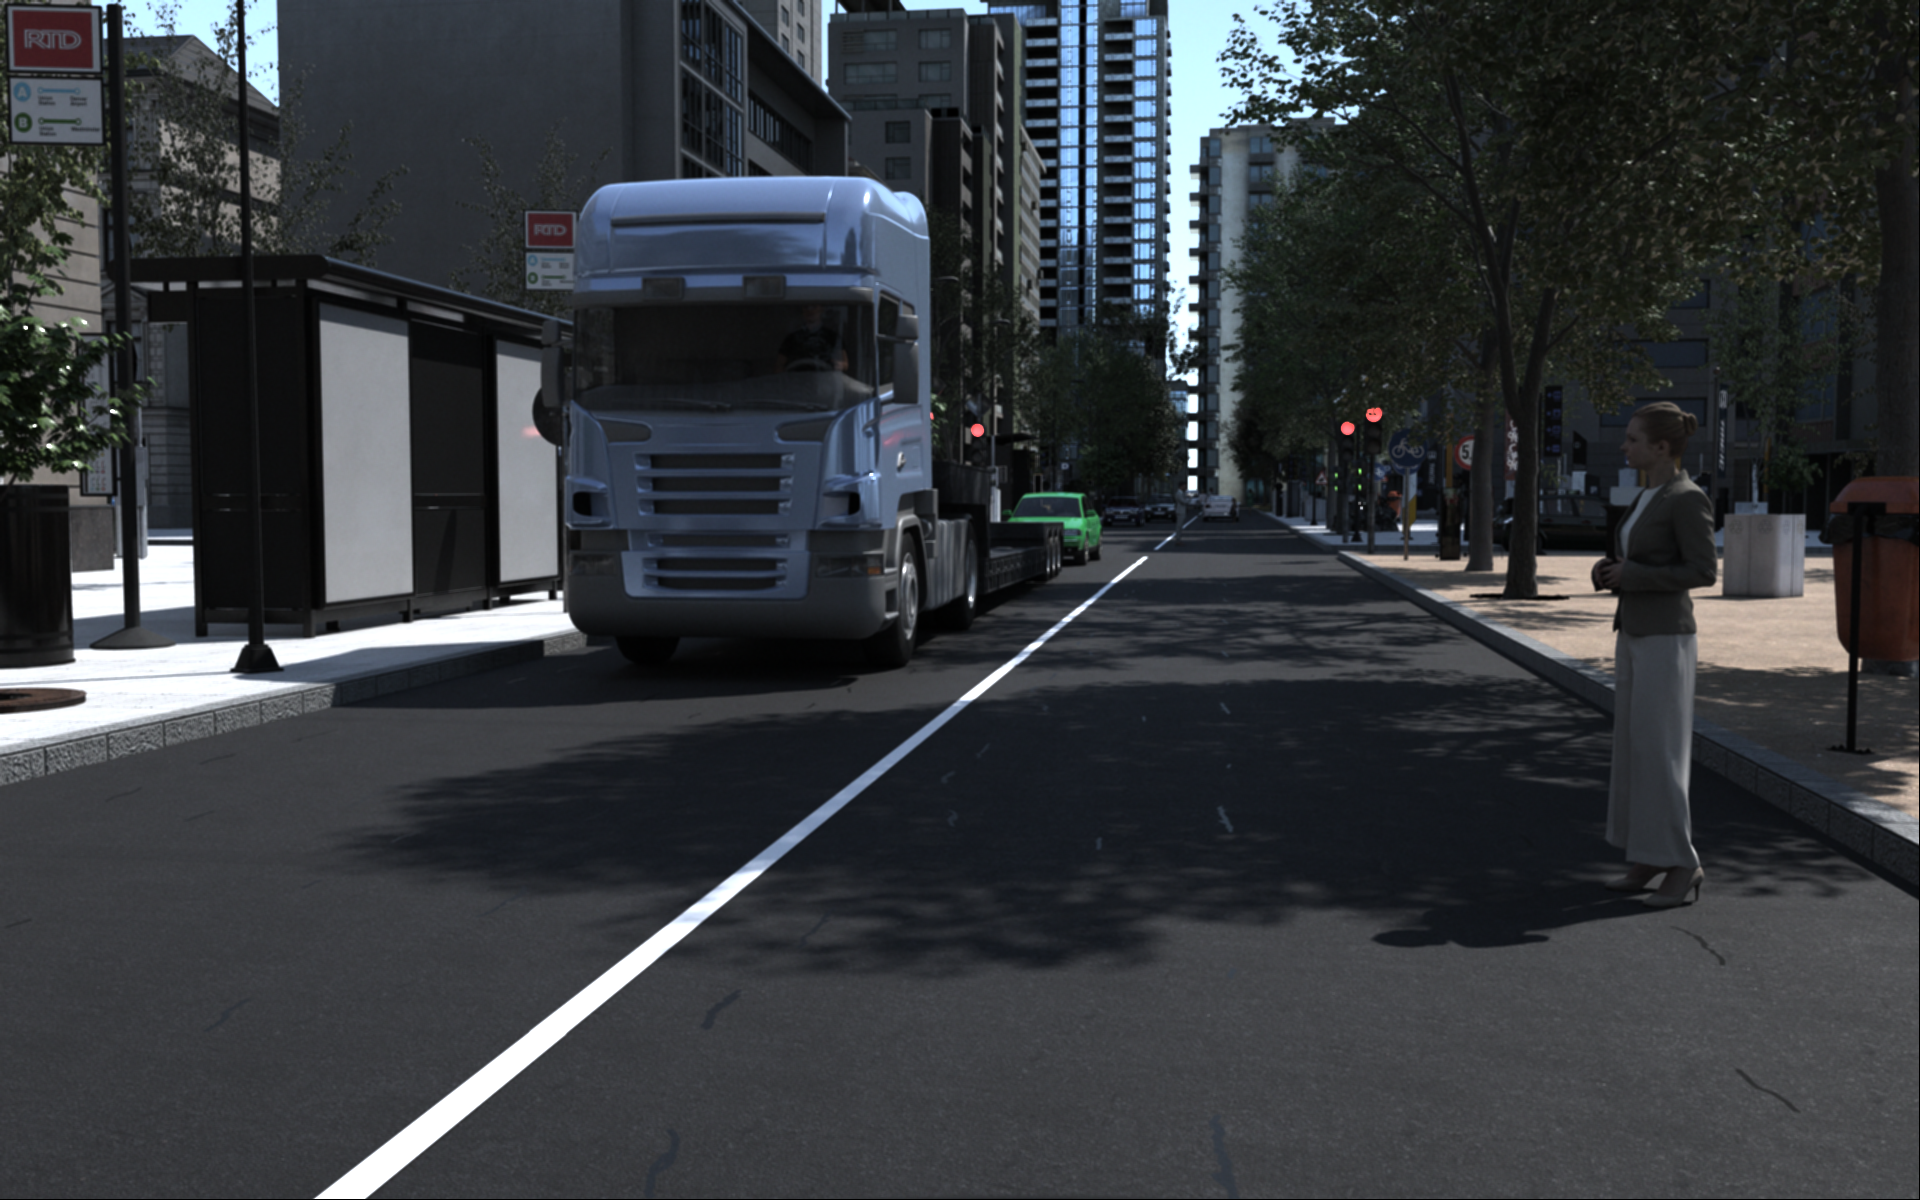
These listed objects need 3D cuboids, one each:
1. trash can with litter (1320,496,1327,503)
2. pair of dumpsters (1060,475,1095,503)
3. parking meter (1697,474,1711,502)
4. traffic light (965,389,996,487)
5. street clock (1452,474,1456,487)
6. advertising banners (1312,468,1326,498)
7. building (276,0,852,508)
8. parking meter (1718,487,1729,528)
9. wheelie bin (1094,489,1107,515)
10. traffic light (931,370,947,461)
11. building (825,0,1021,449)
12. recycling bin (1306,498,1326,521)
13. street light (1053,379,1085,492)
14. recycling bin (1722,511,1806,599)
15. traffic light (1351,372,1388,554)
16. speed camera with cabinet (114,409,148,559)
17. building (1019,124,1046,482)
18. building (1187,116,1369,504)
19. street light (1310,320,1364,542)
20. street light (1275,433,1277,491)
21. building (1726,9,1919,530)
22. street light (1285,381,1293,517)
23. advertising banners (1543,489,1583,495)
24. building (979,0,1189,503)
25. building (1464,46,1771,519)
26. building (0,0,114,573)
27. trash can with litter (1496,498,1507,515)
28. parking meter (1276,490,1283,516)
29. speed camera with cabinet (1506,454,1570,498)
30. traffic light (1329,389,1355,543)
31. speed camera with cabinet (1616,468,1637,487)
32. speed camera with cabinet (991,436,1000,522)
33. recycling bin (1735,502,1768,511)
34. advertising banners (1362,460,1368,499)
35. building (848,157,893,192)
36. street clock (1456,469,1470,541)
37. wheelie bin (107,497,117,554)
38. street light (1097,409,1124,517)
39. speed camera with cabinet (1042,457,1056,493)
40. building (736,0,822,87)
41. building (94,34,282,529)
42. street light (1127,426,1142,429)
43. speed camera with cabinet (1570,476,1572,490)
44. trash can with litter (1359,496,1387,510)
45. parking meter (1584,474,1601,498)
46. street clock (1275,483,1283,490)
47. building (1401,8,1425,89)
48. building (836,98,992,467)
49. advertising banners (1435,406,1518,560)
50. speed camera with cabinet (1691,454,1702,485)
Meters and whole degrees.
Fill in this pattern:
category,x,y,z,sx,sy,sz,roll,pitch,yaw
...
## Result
category,x,y,z,sx,sy,sz,roll,pitch,yaw
trash can with litter,20.589,-5.386,99.449,1.055,1.170,0.624,-1,4,-18
pair of dumpsters,5.833,-5.129,86.345,1.574,2.255,4.437,1,4,9
parking meter,21.071,-2.656,49.143,0.399,1.863,0.255,1,4,20
traffic light,0.529,-3.521,46.484,0.839,4.253,0.868,1,4,9
street clock,17.346,-3.417,60.444,0.471,2.002,0.358,1,4,21
advertising banners,23.586,-7.194,113.807,0.090,3.025,2.074,-1,4,-13
building,-14.667,-15.622,74.482,14.314,24.678,30.058,1,4,9
parking meter,29.323,-3.557,66.567,0.372,1.533,0.369,0,3,0
wheelie bin,8.455,-5.914,104.599,0.693,1.594,0.980,-3,5,-40
traffic light,-0.679,-3.038,38.590,0.839,4.253,0.868,1,4,9
building,-2.714,-28.156,143.942,14.154,41.232,14.086,1,4,9
recycling bin,16.821,-4.237,81.835,0.722,1.027,0.722,2,4,34
street light,4.359,-5.985,70.401,1.470,5.913,1.316,1,4,9
recycling bin,10.074,-0.560,21.708,0.722,1.027,0.722,-3,4,-39
traffic light,8.825,-2.950,37.157,0.839,4.253,0.868,1,4,9
speed camera with cabinet,-16.635,-2.468,34.693,0.660,3.252,2.038,-2,4,-26
building,-4.203,-29.446,173.327,23.993,40.220,32.217,1,4,9
building,44.810,-36.894,222.826,30.456,49.044,23.786,1,4,9
street light,10.070,-4.505,46.203,1.470,5.913,1.316,1,4,9
street light,17.661,-7.508,95.296,1.470,5.913,1.316,1,4,9
building,43.929,-24.914,61.965,28.867,44.769,22.147,1,4,9
street light,13.946,-6.007,70.755,1.470,5.913,1.316,1,4,9
advertising banners,18.320,-3.514,53.646,2.074,3.025,0.090,-1,4,-9
building,14.360,-55.851,225.827,31.000,86.520,22.319,1,4,9
building,38.347,-34.224,101.556,21.231,58.520,28.212,1,4,9
building,-27.141,-13.913,24.736,25.104,27.353,12.463,1,4,9
trash can with litter,21.368,-3.455,67.881,0.624,1.170,1.055,-1,4,-20
parking meter,18.358,-5.574,99.543,0.372,1.533,0.369,0,3,0
speed camera with cabinet,21.208,-4.249,63.808,2.038,3.252,0.660,1,4,10
traffic light,10.032,-3.433,45.051,0.839,4.253,0.868,1,4,9
speed camera with cabinet,23.770,-4.128,61.826,0.660,3.252,2.038,1,4,20
speed camera with cabinet,1.007,-3.974,59.306,0.660,3.252,2.038,0,4,6
recycling bin,24.674,-2.537,54.033,0.722,1.027,0.722,-3,4,-38
advertising banners,20.646,-5.632,88.275,0.090,3.025,2.074,1,4,20
building,-9.004,-16.168,100.504,11.583,22.565,21.152,1,4,9
street clock,13.855,-2.604,47.148,0.471,2.002,0.358,-3,5,-43
wheelie bin,-18.297,-1.766,36.784,0.980,1.594,0.693,-1,4,-10
street light,8.148,-7.483,94.882,1.470,5.913,1.316,1,4,9
speed camera with cabinet,4.117,-6.024,92.833,2.038,3.252,0.660,2,4,30
building,-26.238,-45.433,181.076,20.611,71.187,20.563,1,4,9
building,-37.222,-12.498,68.973,19.286,19.102,10.561,1,4,9
street light,11.766,-8.954,118.941,1.470,5.913,1.316,1,4,9
speed camera with cabinet,30.294,-5.550,85.071,2.038,3.252,0.660,0,4,-3
trash can with litter,15.463,-3.304,65.408,1.055,1.170,0.624,2,4,33
parking meter,18.271,-2.712,50.059,0.399,1.863,0.255,0,4,-1
street clock,20.572,-6.555,111.749,0.471,2.002,0.358,-2,4,-23
building,52.450,-33.327,164.496,23.786,49.044,30.456,1,4,9
building,-5.508,-21.943,130.463,14.160,30.474,14.107,1,4,9
advertising banners,10.217,-2.306,33.897,2.074,3.025,0.090,-1,4,-21
speed camera with cabinet,35.715,-5.567,85.357,2.038,3.252,0.660,3,4,38
